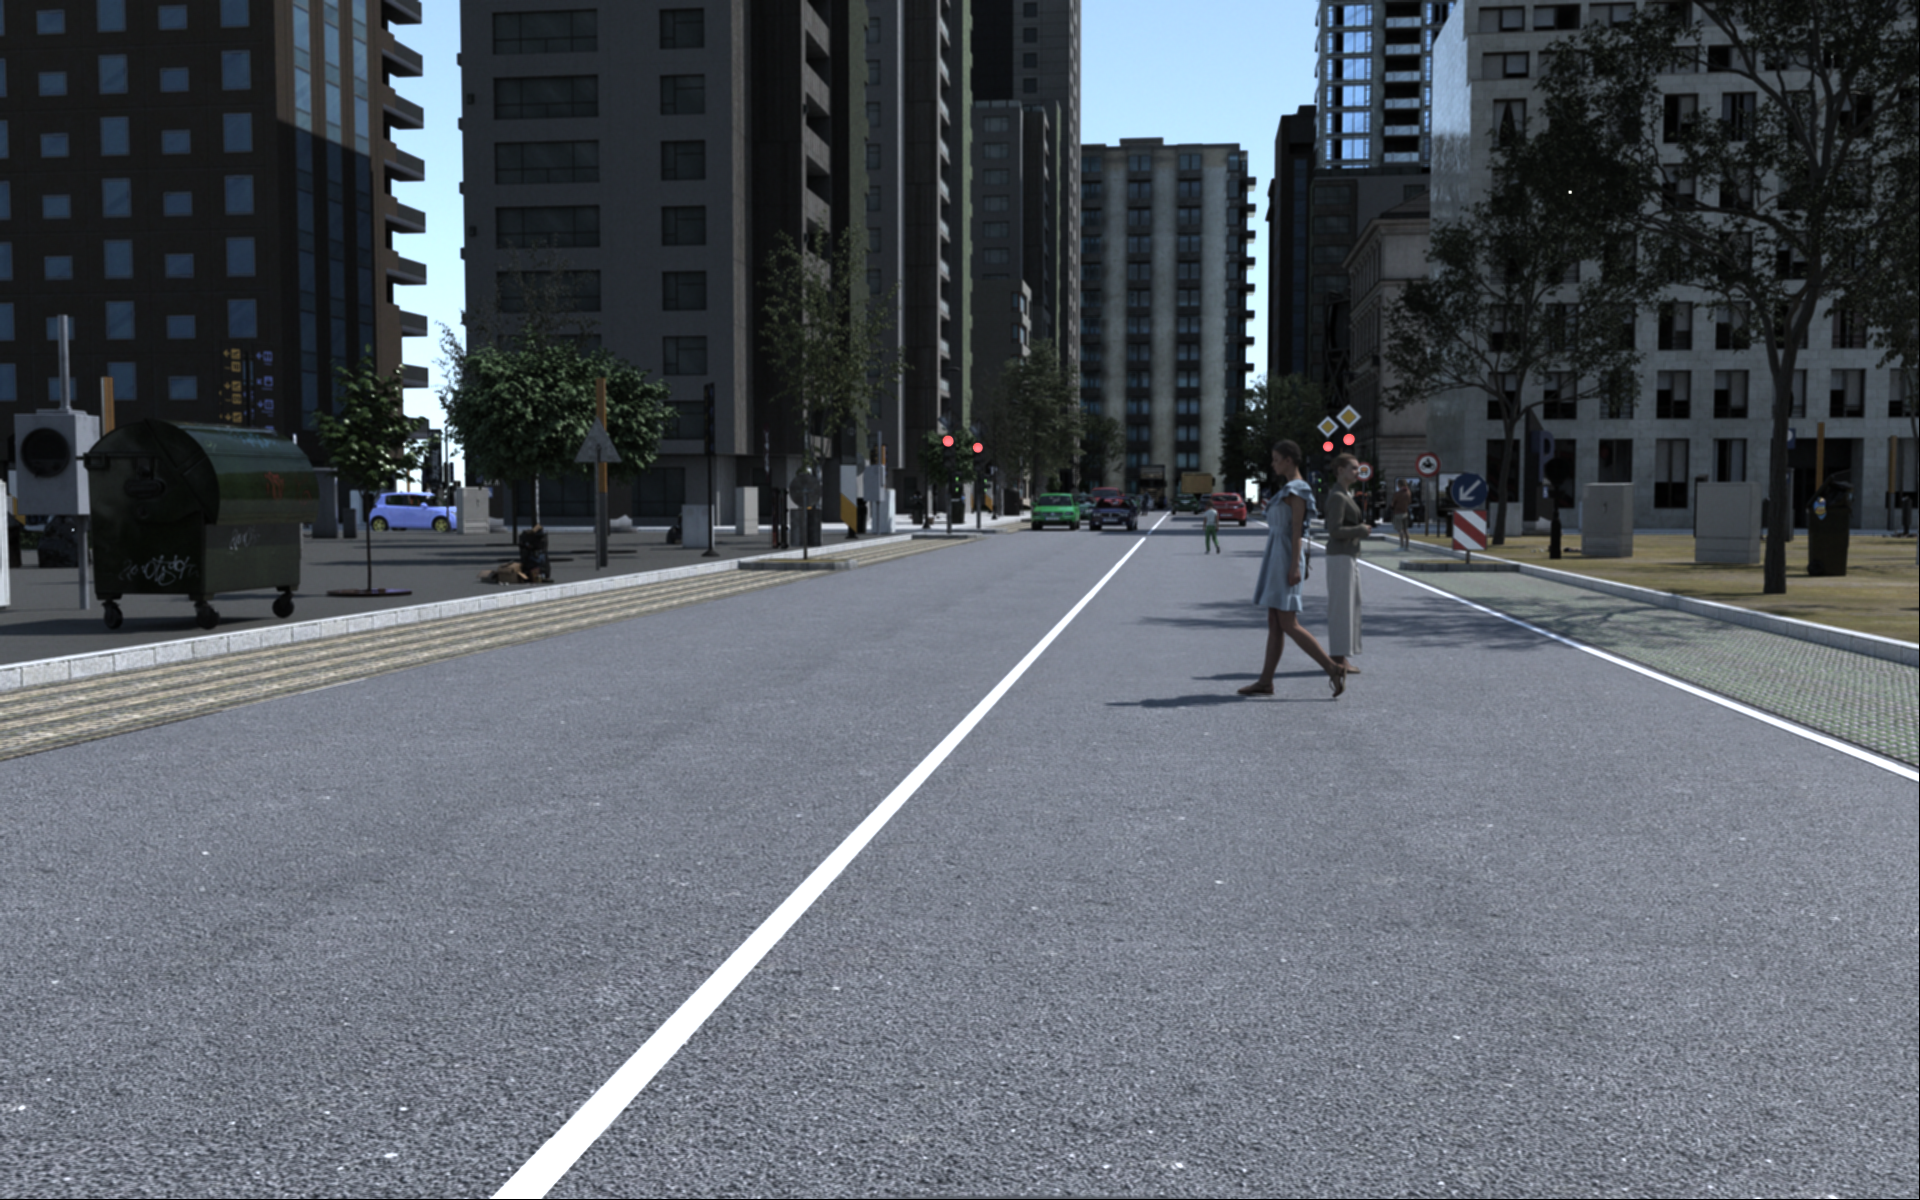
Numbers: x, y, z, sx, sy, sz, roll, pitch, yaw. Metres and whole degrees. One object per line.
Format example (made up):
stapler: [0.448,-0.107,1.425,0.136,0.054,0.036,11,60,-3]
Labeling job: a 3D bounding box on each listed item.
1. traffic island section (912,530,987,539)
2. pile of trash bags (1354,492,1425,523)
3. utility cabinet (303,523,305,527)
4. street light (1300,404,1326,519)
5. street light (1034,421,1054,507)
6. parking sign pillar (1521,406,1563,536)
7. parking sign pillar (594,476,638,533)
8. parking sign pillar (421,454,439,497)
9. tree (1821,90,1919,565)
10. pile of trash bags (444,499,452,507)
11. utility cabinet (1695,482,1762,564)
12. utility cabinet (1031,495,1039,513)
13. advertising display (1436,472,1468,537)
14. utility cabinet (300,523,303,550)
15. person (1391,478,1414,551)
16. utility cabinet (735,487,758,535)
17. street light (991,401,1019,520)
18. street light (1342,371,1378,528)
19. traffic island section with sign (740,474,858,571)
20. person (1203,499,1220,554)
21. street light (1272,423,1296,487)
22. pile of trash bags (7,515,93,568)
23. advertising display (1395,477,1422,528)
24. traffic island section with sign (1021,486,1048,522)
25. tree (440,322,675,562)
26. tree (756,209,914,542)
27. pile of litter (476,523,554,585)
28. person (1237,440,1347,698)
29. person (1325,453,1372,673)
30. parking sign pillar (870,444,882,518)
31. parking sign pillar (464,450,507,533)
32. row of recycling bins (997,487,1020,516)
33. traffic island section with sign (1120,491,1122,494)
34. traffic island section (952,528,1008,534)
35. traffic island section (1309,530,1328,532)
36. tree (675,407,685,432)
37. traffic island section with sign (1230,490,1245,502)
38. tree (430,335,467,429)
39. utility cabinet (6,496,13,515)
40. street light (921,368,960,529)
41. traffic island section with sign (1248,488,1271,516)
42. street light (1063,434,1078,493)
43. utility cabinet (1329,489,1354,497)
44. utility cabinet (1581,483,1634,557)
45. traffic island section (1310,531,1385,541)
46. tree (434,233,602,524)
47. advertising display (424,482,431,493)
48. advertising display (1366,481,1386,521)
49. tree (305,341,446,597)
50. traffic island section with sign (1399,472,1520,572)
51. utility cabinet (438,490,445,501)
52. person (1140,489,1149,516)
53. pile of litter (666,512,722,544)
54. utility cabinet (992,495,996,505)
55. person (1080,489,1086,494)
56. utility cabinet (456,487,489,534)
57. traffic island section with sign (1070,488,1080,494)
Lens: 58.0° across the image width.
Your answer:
traffic island section: [-0.365,-2.063,56.016,2.009,0.180,2.903,0,4,7]
pile of trash bags: [19.229,-4.107,76.895,3.447,1.369,1.912,1,4,10]
utility cabinet: [-25.717,-3.435,67.323,0.306,1.237,1.020,-2,4,-29]
street light: [18.164,-7.121,88.963,1.470,5.913,1.316,0,4,7]
street light: [5.287,-8.410,110.052,1.470,5.913,1.316,0,4,7]
parking sign pillar: [17.796,-3.958,53.183,1.447,3.967,1.447,3,5,42]
parking sign pillar: [-11.395,-4.206,57.247,1.447,3.967,1.447,1,4,23]
parking sign pillar: [-35.053,-7.734,114.928,1.447,3.967,1.447,1,4,18]
tree: [17.390,-4.929,30.947,4.360,8.622,3.978,0,3,0]
pile of trash bags: [-27.677,-4.913,90.080,1.912,1.369,3.447,1,4,9]
utility cabinet: [14.109,-1.414,31.802,0.318,1.500,1.173,-2,4,-27]
utility cabinet: [4.955,-6.315,114.411,0.306,1.237,1.020,-1,4,-14]
advertising display: [14.635,-2.826,51.419,0.974,1.923,0.123,0,4,0]
utility cabinet: [-15.497,-1.862,39.127,1.173,1.500,0.318,-3,5,-43]
person: [11.091,-2.138,43.434,0.573,1.828,0.580,1,4,10]
utility cabinet: [-6.633,-2.761,53.821,0.318,1.500,1.173,1,4,14]
street light: [2.271,-7.001,87.002,1.470,5.913,1.316,0,4,7]
street light: [15.161,-5.698,65.697,1.470,5.913,1.316,0,4,7]
traffic island section with sign: [-3.018,-1.501,33.165,1.989,1.847,2.006,0,4,7]
person: [6.019,-1.753,41.411,0.306,1.304,0.590,-1,4,-20]
street light: [21.330,-8.596,113.089,1.470,5.913,1.316,0,4,7]
pile of trash bags: [-17.129,-1.273,30.562,3.447,1.369,1.912,-1,4,-10]
advertising display: [16.958,-3.692,65.583,0.974,1.923,0.123,2,4,26]
traffic island section with sign: [4.179,-4.872,88.289,1.989,1.847,2.006,0,4,7]
tree: [-8.172,-3.031,33.276,4.285,4.588,4.351,0,3,0]
tree: [-3.575,-5.843,45.895,4.737,8.622,4.395,0,3,0]
pile of litter: [-6.450,-0.686,25.176,1.176,0.858,1.719,0,4,-1]
person: [2.359,-0.223,12.234,0.778,1.811,0.616,1,4,23]
person: [3.104,-0.294,13.854,0.362,1.759,0.519,1,4,17]
parking sign pillar: [-4.823,-6.485,94.506,1.447,3.967,1.447,1,4,17]
parking sign pillar: [-15.837,-4.229,57.621,1.447,3.967,1.447,2,4,32]
row of recycling bins: [2.957,-5.917,103.854,1.069,1.692,3.534,-1,4,-8]
traffic island section with sign: [17.794,-11.251,192.579,1.989,1.847,2.006,0,4,7]
traffic island section: [0.669,-2.548,63.934,2.009,0.180,2.903,0,4,7]
traffic island section: [13.204,-2.448,62.298,2.009,0.180,2.903,0,4,7]
tree: [-7.746,-3.318,37.969,4.285,4.588,4.351,0,3,0]
traffic island section with sign: [26.445,-9.479,163.611,1.989,1.847,2.006,0,4,7]
tree: [-22.239,-7.901,79.545,4.737,8.622,4.395,0,3,0]
utility cabinet: [-32.284,-2.901,58.598,0.306,1.237,1.020,-3,4,-38]
street light: [-0.705,-5.586,63.868,1.470,5.913,1.316,0,4,7]
traffic island section with sign: [19.918,-6.424,113.658,1.989,1.847,2.006,0,4,7]
street light: [8.510,-9.849,133.565,1.470,5.913,1.316,0,4,7]
utility cabinet: [17.994,-4.469,81.745,1.173,1.500,0.318,3,5,41]
utility cabinet: [13.135,-1.620,35.168,0.318,1.500,1.173,-1,4,-20]
traffic island section: [12.170,-1.963,54.380,2.009,0.180,2.903,0,4,7]
tree: [-12.117,-5.995,48.381,4.360,8.622,3.978,0,3,0]
advertising display: [-29.394,-5.531,95.651,0.123,1.923,0.974,0,4,0]
advertising display: [20.141,-4.812,83.886,0.974,1.923,0.123,1,4,12]
tree: [-7.393,-1.676,22.011,1.663,3.219,1.824,0,3,0]
traffic island section with sign: [9.340,-1.463,32.554,1.989,1.847,2.006,0,4,7]
utility cabinet: [-25.249,-4.625,84.290,0.318,1.500,1.173,-1,4,-17]
person: [12.314,-6.513,115.166,0.419,1.800,0.721,-2,4,-31]
pile of litter: [-6.901,-1.893,44.917,1.719,0.858,1.176,-2,4,-35]
utility cabinet: [2.427,-7.640,136.080,0.306,1.237,1.020,3,4,39]
person: [9.275,-7.518,131.434,0.660,1.820,0.620,1,4,8]
utility cabinet: [-15.545,-2.851,55.286,0.318,1.500,1.173,2,4,27]
traffic island section with sign: [7.678,-6.507,115.017,1.989,1.847,2.006,0,4,7]
